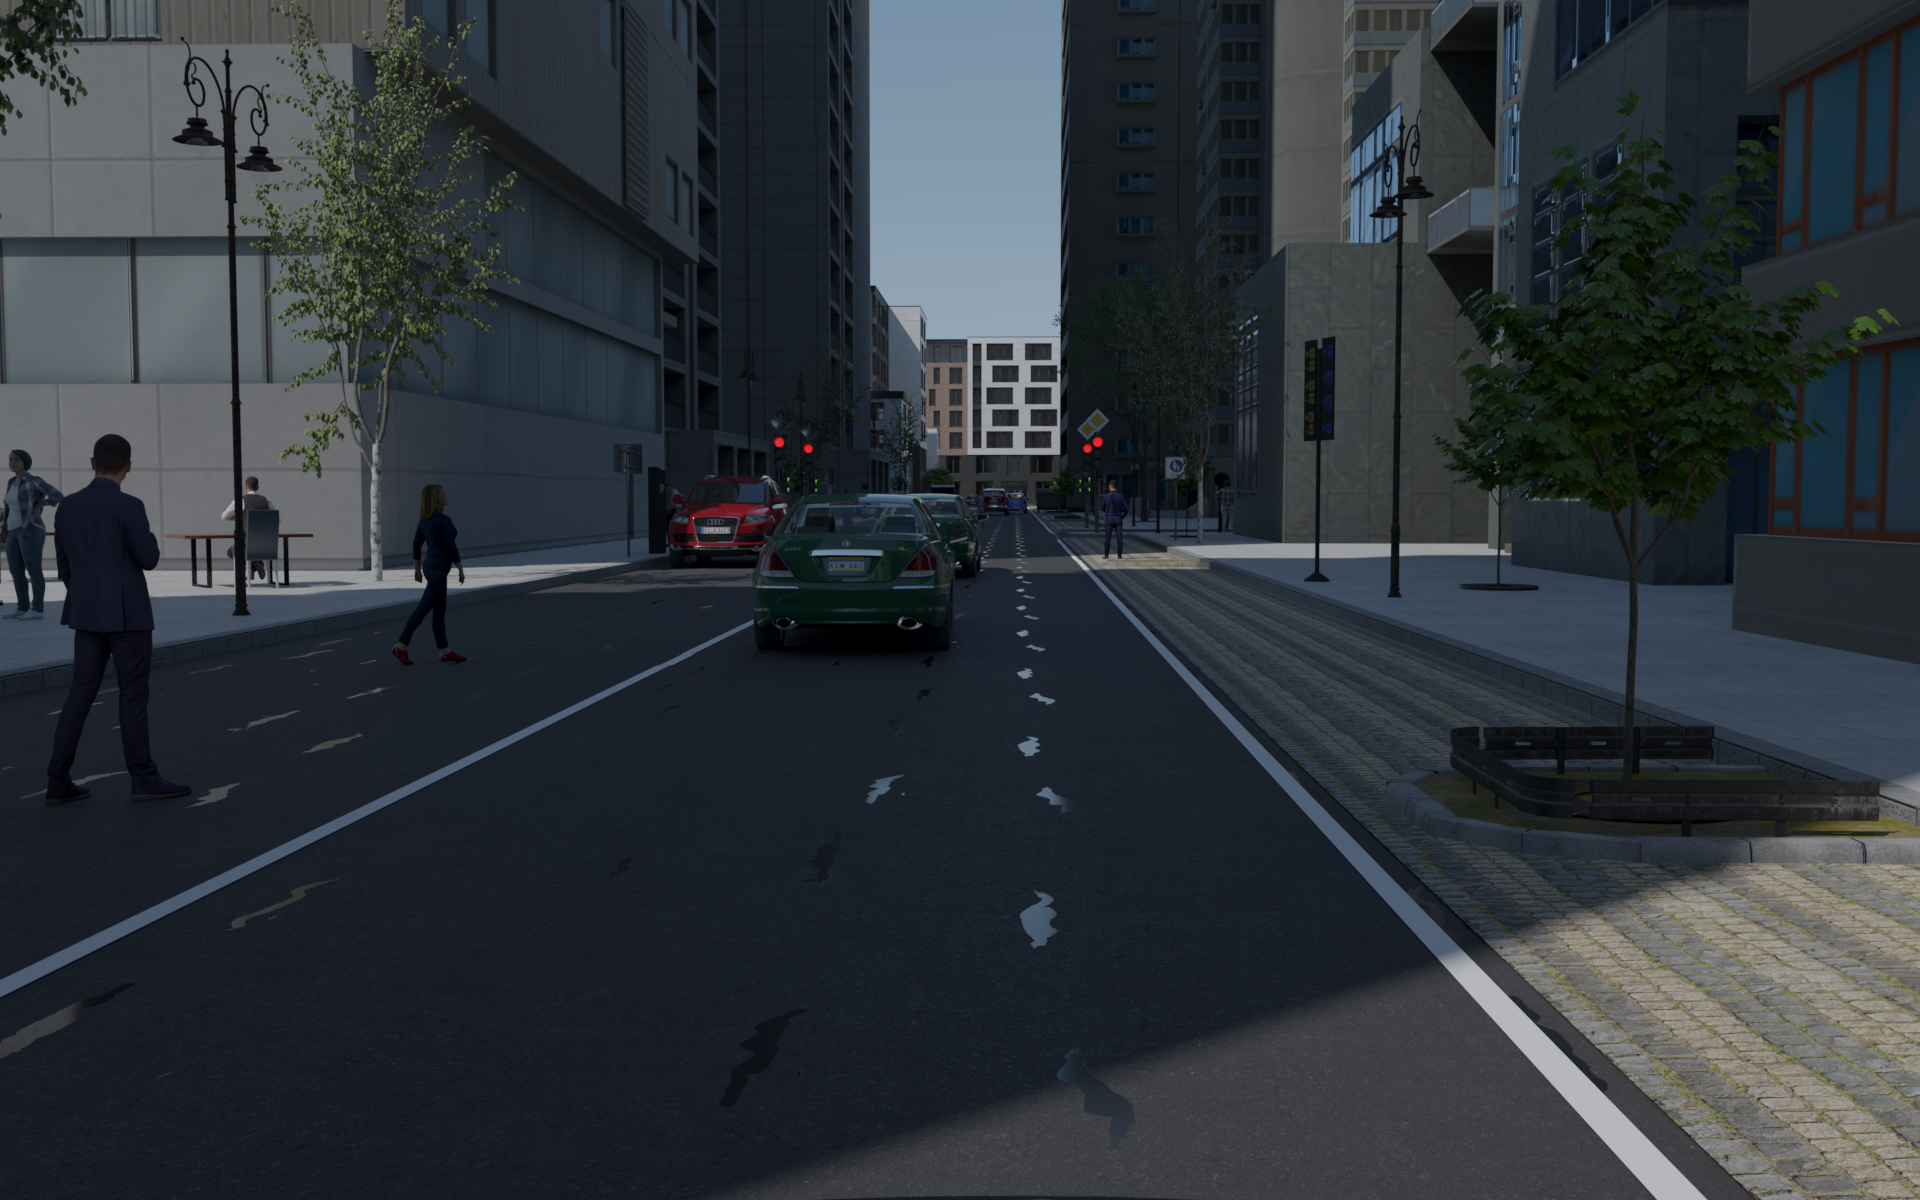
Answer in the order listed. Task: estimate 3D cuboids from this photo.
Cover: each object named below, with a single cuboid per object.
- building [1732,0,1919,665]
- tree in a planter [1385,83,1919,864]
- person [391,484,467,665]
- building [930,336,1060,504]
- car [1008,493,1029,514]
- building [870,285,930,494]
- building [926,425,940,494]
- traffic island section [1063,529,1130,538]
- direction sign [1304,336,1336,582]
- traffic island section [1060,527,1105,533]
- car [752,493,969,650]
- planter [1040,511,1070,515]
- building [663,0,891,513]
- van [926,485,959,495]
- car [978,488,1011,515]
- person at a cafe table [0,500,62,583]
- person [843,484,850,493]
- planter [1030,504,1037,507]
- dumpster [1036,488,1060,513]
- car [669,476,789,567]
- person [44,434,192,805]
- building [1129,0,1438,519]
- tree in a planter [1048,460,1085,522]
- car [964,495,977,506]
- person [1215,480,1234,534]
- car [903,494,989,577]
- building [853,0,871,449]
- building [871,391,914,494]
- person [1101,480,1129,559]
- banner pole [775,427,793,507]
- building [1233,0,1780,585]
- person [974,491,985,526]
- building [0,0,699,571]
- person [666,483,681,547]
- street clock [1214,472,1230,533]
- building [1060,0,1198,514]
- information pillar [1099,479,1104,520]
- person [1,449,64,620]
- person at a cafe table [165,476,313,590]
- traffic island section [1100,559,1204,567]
[{"bbox_3d":[20.676,-9.533,0.908,27.650,21.520,28.899,0,4,2],"label":"building"},{"bbox_3d":[2.962,-0.633,7.575,1.991,3.239,1.994,0,4,2],"label":"tree in a planter"},{"bbox_3d":[-4.502,-0.223,14.682,0.480,1.512,0.613,2,4,31],"label":"person"},{"bbox_3d":[-0.765,-24.140,238.664,32.646,21.610,27.936,0,4,2],"label":"building"},{"bbox_3d":[4.061,-7.129,126.155,1.945,1.707,3.694,0,4,1],"label":"car"},{"bbox_3d":[-18.296,-20.930,186.180,27.936,21.610,32.646,0,4,2],"label":"building"},{"bbox_3d":[-16.653,-16.486,211.686,28.070,9.664,9.099,0,4,2],"label":"building"},{"bbox_3d":[4.530,-2.125,57.025,2.009,0.180,2.903,0,4,2],"label":"traffic island section"},{"bbox_3d":[5.246,-2.040,25.349,0.379,3.537,0.876,-1,4,-16],"label":"direction sign"},{"bbox_3d":[4.784,-2.613,65.006,2.009,0.180,2.903,0,4,2],"label":"traffic island section"},{"bbox_3d":[-0.977,-0.342,17.383,2.131,1.459,4.920,0,4,0],"label":"car"},{"bbox_3d":[6.435,-5.883,117.323,1.991,0.319,1.994,0,4,2],"label":"planter"},{"bbox_3d":[-14.777,-40.658,103.013,20.563,71.187,20.611,0,4,2],"label":"building"},{"bbox_3d":[-1.159,-7.022,119.201,2.240,2.365,5.245,0,3,0],"label":"van"},{"bbox_3d":[2.346,-6.697,118.161,2.281,1.827,5.304,0,4,3],"label":"car"},{"bbox_3d":[-13.916,-0.906,25.676,1.698,1.238,1.726,-3,5,-43],"label":"person at a cafe table"},{"bbox_3d":[-6.000,-5.176,90.802,0.434,1.807,0.598,1,4,13],"label":"person"},{"bbox_3d":[8.895,-10.591,194.306,1.991,0.319,1.994,0,4,2],"label":"planter"},{"bbox_3d":[6.627,-7.464,130.254,1.865,1.857,1.264,0,4,3],"label":"dumpster"},{"bbox_3d":[-4.634,-1.642,35.520,2.281,1.827,5.304,0,4,0],"label":"car"},{"bbox_3d":[-3.955,0.082,8.082,0.541,1.710,0.530,2,4,29],"label":"person"},{"bbox_3d":[26.136,-24.748,96.508,32.217,40.220,23.993,0,4,2],"label":"building"},{"bbox_3d":[5.580,-5.693,90.304,1.991,3.239,1.994,0,4,2],"label":"tree in a planter"},{"bbox_3d":[1.454,-10.649,186.694,1.945,1.354,3.894,0,4,3],"label":"car"},{"bbox_3d":[8.579,-2.981,55.506,0.841,1.734,0.376,0,4,8],"label":"person"},{"bbox_3d":[-0.563,-1.188,31.218,2.131,1.459,4.920,0,4,2],"label":"car"},{"bbox_3d":[-14.352,-29.507,132.552,14.600,45.320,14.200,0,4,2],"label":"building"},{"bbox_3d":[-8.689,-13.022,155.049,9.099,9.664,28.070,0,4,2],"label":"building"},{"bbox_3d":[3.380,-1.764,38.051,0.576,1.737,0.504,-1,4,-10],"label":"person"},{"bbox_3d":[-6.476,-4.546,64.345,0.863,3.779,0.401,-1,4,-10],"label":"banner pole"},{"bbox_3d":[19.388,-44.293,36.862,22.319,86.520,31.000,0,4,2],"label":"building"},{"bbox_3d":[0.877,-4.071,77.122,0.516,1.574,0.319,-2,4,-25],"label":"person"},{"bbox_3d":[-21.734,-27.660,41.472,27.495,52.752,28.713,0,4,2],"label":"building"},{"bbox_3d":[-6.930,-2.056,41.868,0.590,1.554,0.614,0,4,-8],"label":"person"},{"bbox_3d":[8.696,-3.239,57.530,0.471,2.002,0.358,3,4,36],"label":"street clock"},{"bbox_3d":[18.396,-30.856,128.203,21.300,48.544,21.600,0,4,2],"label":"building"},{"bbox_3d":[7.055,-5.054,87.122,0.304,2.012,0.304,-2,4,-26],"label":"information pillar"},{"bbox_3d":[-9.561,-0.671,17.745,0.841,1.734,0.376,2,4,34],"label":"person"},{"bbox_3d":[-9.855,-0.942,23.918,1.698,1.524,1.622,-3,4,-39],"label":"person at a cafe table"},{"bbox_3d":[3.824,-0.732,34.834,1.991,0.108,1.994,0,4,2],"label":"traffic island section"}]
